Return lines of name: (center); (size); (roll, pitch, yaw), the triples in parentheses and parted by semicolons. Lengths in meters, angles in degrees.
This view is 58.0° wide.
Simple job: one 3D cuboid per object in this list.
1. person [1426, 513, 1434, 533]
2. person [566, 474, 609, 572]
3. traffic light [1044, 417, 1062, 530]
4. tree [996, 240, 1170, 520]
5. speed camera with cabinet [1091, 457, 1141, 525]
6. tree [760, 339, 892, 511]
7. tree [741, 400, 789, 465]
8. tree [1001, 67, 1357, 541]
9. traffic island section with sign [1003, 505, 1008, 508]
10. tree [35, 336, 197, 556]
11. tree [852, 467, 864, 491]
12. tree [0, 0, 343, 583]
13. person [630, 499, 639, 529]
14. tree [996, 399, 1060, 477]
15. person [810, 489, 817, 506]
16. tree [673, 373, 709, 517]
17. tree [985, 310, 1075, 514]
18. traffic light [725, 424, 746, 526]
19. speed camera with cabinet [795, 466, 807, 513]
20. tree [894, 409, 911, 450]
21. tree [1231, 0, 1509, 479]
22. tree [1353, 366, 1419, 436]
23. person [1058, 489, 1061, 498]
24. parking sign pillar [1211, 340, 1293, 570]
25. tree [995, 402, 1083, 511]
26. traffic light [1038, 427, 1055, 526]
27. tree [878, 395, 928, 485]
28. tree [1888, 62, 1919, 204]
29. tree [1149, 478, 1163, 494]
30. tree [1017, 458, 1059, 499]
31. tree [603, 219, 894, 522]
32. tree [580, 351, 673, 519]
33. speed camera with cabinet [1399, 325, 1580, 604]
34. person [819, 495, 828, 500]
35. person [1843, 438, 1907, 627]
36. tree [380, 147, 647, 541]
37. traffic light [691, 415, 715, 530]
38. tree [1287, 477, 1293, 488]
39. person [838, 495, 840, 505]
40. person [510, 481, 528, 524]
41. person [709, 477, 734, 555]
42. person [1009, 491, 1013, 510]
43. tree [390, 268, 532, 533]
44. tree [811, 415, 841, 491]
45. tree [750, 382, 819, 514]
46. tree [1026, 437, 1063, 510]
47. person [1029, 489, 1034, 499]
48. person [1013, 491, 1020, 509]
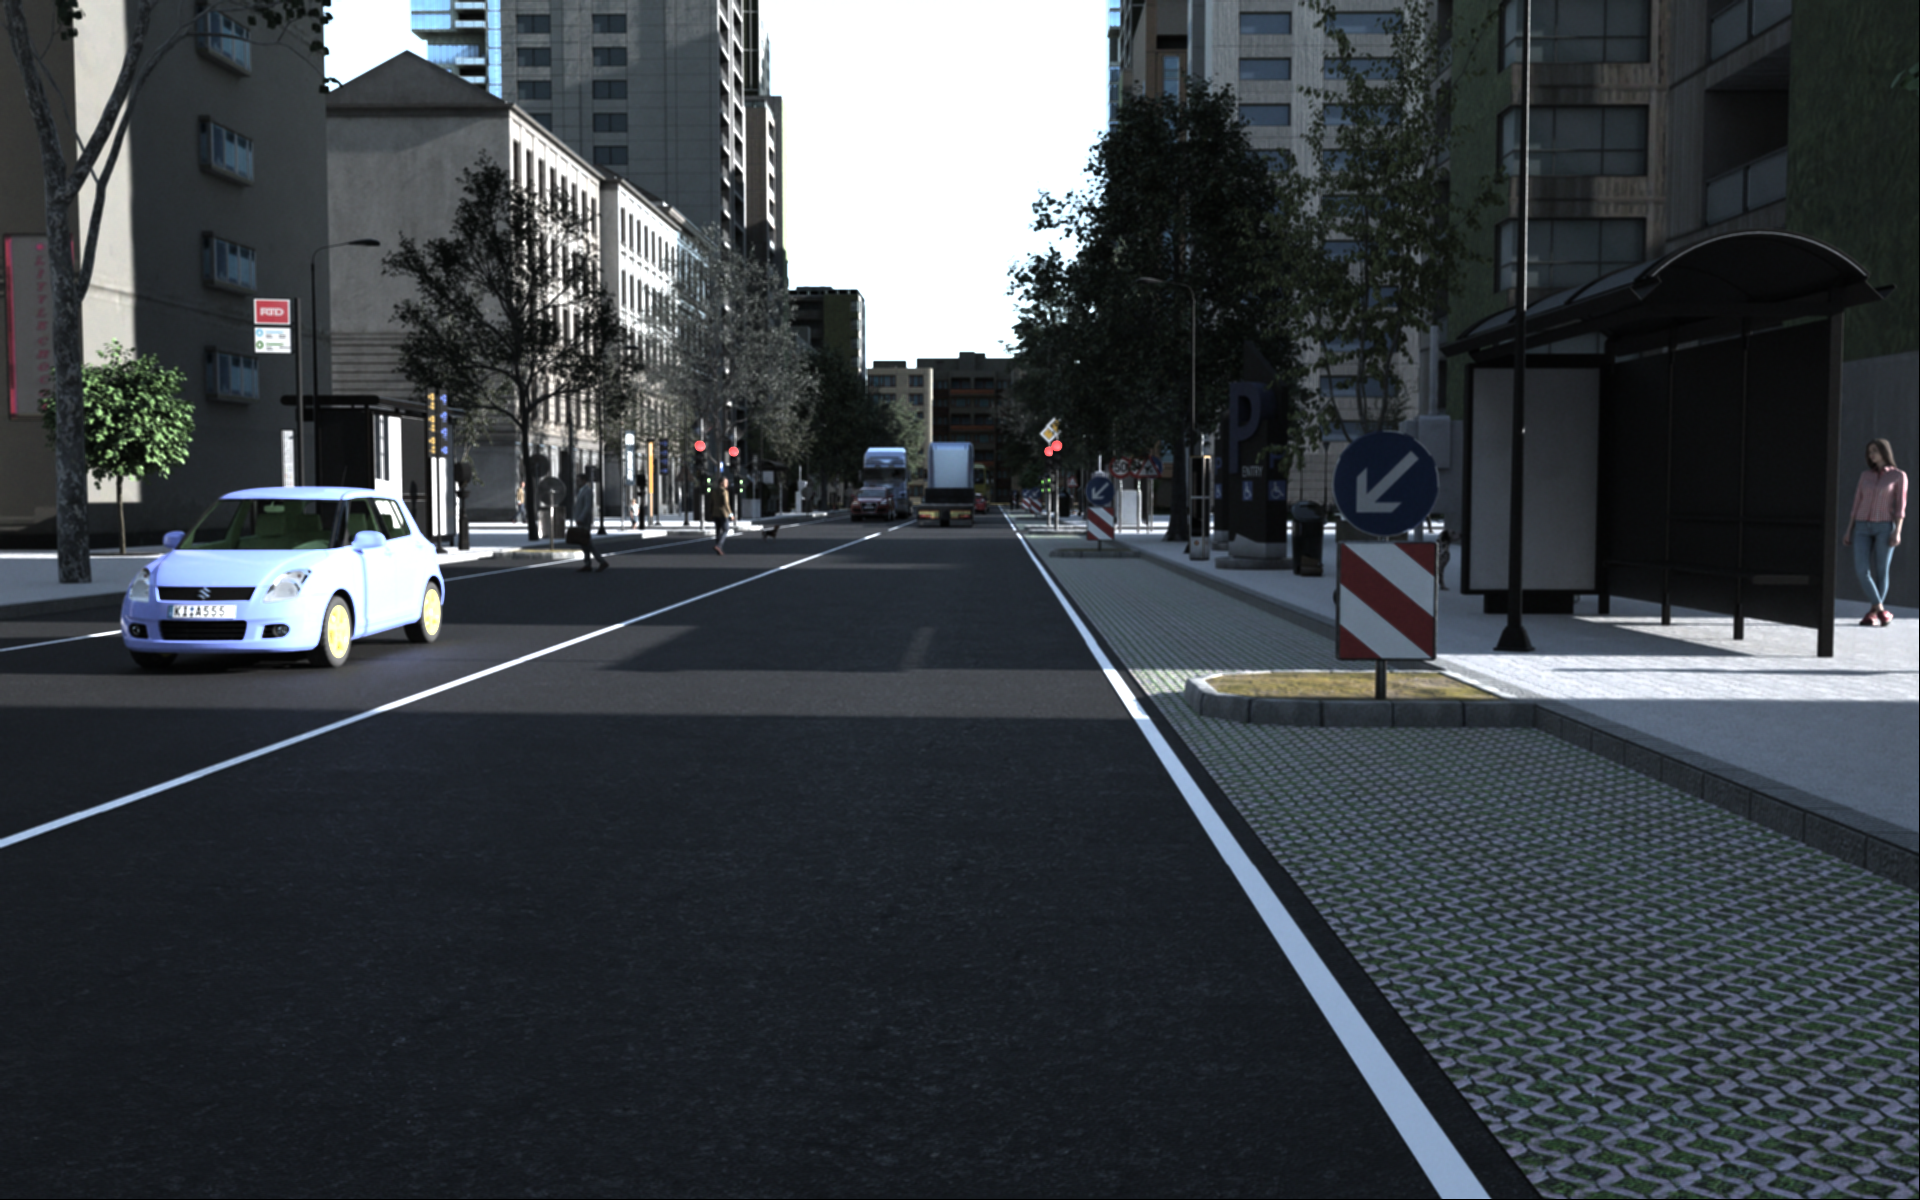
person: (15.249, -3.154, 56.967); (0.648, 1.900, 0.474); (2, 4, 34)
person: (-6.947, -1.431, 32.024); (0.853, 1.813, 0.709); (-2, 4, -32)
traffic light: (3.397, -4.430, 61.351); (0.839, 4.253, 0.868); (0, 4, 1)
tree: (6.432, -10.931, 85.371); (9.857, 13.997, 8.962); (0, 3, 0)
speed camera with cabinet: (6.398, -4.689, 71.006); (2.038, 3.252, 0.660); (0, 4, 4)
tree: (-10.071, -12.924, 128.310); (9.611, 12.733, 9.660); (0, 3, 0)
tree: (-15.246, -11.372, 136.299); (4.737, 8.622, 4.395); (0, 3, 0)
tree: (5.968, -7.961, 47.175); (9.611, 12.733, 9.660); (0, 3, 0)
traffic island section with sign: (5.421, -9.971, 171.658); (1.989, 1.847, 2.006); (0, 4, 1)
tree: (-17.634, -3.221, 36.382); (4.285, 4.588, 4.351); (0, 3, 0)
tree: (-9.258, -11.269, 167.955); (4.285, 4.588, 4.351); (0, 3, 0)
tree: (-11.570, -10.260, 23.638); (12.611, 20.169, 13.585); (0, 3, 0)
person: (-12.445, -3.247, 66.275); (0.332, 1.250, 0.352); (1, 4, 8)
tree: (7.604, -16.103, 181.409); (7.486, 12.596, 7.792); (0, 3, 0)
person: (-14.523, -10.018, 169.777); (1.348, 1.831, 0.705); (2, 4, 28)
tree: (-15.967, -9.047, 98.274); (4.360, 8.622, 3.978); (0, 3, 0)
tree: (6.910, -12.276, 111.078); (12.009, 13.543, 11.850); (0, 3, 0)
traffic light: (-9.019, -4.931, 69.544); (0.839, 4.253, 0.868); (0, 4, 1)
speed camera with cabinet: (-10.785, -7.553, 117.824); (0.660, 3.252, 2.038); (0, 4, 2)
tree: (-10.005, -16.602, 181.809); (12.009, 13.543, 11.850); (0, 3, 0)
tree: (5.934, -4.571, 25.097); (4.737, 8.622, 4.395); (0, 3, 0)
tree: (24.934, -9.188, 100.588); (4.360, 8.622, 3.978); (0, 3, 0)
person: (9.140, -9.351, 159.643); (0.721, 1.735, 1.217); (2, 4, 32)
parking sign pillar: (5.135, -2.530, 29.837); (1.447, 3.967, 1.447); (-1, 4, -20)
tree: (6.802, -11.793, 127.220); (8.767, 10.594, 7.601); (0, 4, 5)
traffic light: (3.541, -4.918, 69.335); (0.839, 4.253, 0.868); (0, 4, 1)
tree: (-8.907, -19.280, 221.887); (9.857, 13.997, 8.962); (0, 3, 0)
tree: (5.691, -1.440, 7.255); (4.285, 4.588, 4.351); (0, 3, 0)
tree: (13.281, -7.677, 120.117); (1.663, 3.219, 1.824); (0, 3, 0)
tree: (7.100, -10.451, 154.580); (4.285, 4.588, 4.351); (0, 3, 0)
tree: (-11.071, -10.273, 78.340); (12.009, 13.543, 11.850); (0, 3, 0)
tree: (-17.066, -8.396, 87.638); (4.360, 8.622, 3.978); (0, 3, 0)
speed camera with cabinet: (6.269, -1.602, 20.525); (2.038, 3.252, 0.660); (0, 4, 6)
person: (-13.254, -9.686, 167.674); (1.065, 1.426, 0.557); (3, 4, 37)
person: (8.919, -0.664, 16.911); (0.555, 1.821, 0.388); (3, 5, 43)
tree: (-12.099, -6.914, 47.456); (7.601, 10.594, 8.767); (0, 4, -6)
traffic light: (-9.163, -4.443, 61.561); (0.839, 4.253, 0.868); (0, 4, 1)
tree: (18.496, -6.565, 101.939); (1.663, 3.219, 1.824); (0, 3, 0)
person: (-15.028, -12.401, 211.986); (0.628, 1.438, 0.799); (3, 5, 41)
person: (-19.033, -4.219, 74.939); (0.836, 1.842, 0.656); (-2, 4, -29)
person: (-5.599, -1.972, 40.653); (0.656, 1.842, 0.836); (1, 4, 8)
person: (4.464, -8.770, 152.600); (0.721, 1.735, 1.217); (1, 4, 12)
tree: (-16.312, -6.507, 56.750); (4.360, 8.622, 3.978); (0, 3, 0)
tree: (-10.951, -11.756, 142.574); (4.737, 8.622, 4.395); (0, 3, 0)
tree: (-11.037, -9.683, 108.675); (4.360, 8.622, 3.978); (0, 3, 0)
tree: (7.036, -11.357, 136.041); (4.737, 8.622, 4.395); (0, 3, 0)
person: (5.166, -7.092, 124.682); (0.478, 1.798, 0.641); (-2, 4, -30)
person: (5.396, -9.503, 164.694); (0.721, 1.723, 1.217); (-2, 4, -30)
